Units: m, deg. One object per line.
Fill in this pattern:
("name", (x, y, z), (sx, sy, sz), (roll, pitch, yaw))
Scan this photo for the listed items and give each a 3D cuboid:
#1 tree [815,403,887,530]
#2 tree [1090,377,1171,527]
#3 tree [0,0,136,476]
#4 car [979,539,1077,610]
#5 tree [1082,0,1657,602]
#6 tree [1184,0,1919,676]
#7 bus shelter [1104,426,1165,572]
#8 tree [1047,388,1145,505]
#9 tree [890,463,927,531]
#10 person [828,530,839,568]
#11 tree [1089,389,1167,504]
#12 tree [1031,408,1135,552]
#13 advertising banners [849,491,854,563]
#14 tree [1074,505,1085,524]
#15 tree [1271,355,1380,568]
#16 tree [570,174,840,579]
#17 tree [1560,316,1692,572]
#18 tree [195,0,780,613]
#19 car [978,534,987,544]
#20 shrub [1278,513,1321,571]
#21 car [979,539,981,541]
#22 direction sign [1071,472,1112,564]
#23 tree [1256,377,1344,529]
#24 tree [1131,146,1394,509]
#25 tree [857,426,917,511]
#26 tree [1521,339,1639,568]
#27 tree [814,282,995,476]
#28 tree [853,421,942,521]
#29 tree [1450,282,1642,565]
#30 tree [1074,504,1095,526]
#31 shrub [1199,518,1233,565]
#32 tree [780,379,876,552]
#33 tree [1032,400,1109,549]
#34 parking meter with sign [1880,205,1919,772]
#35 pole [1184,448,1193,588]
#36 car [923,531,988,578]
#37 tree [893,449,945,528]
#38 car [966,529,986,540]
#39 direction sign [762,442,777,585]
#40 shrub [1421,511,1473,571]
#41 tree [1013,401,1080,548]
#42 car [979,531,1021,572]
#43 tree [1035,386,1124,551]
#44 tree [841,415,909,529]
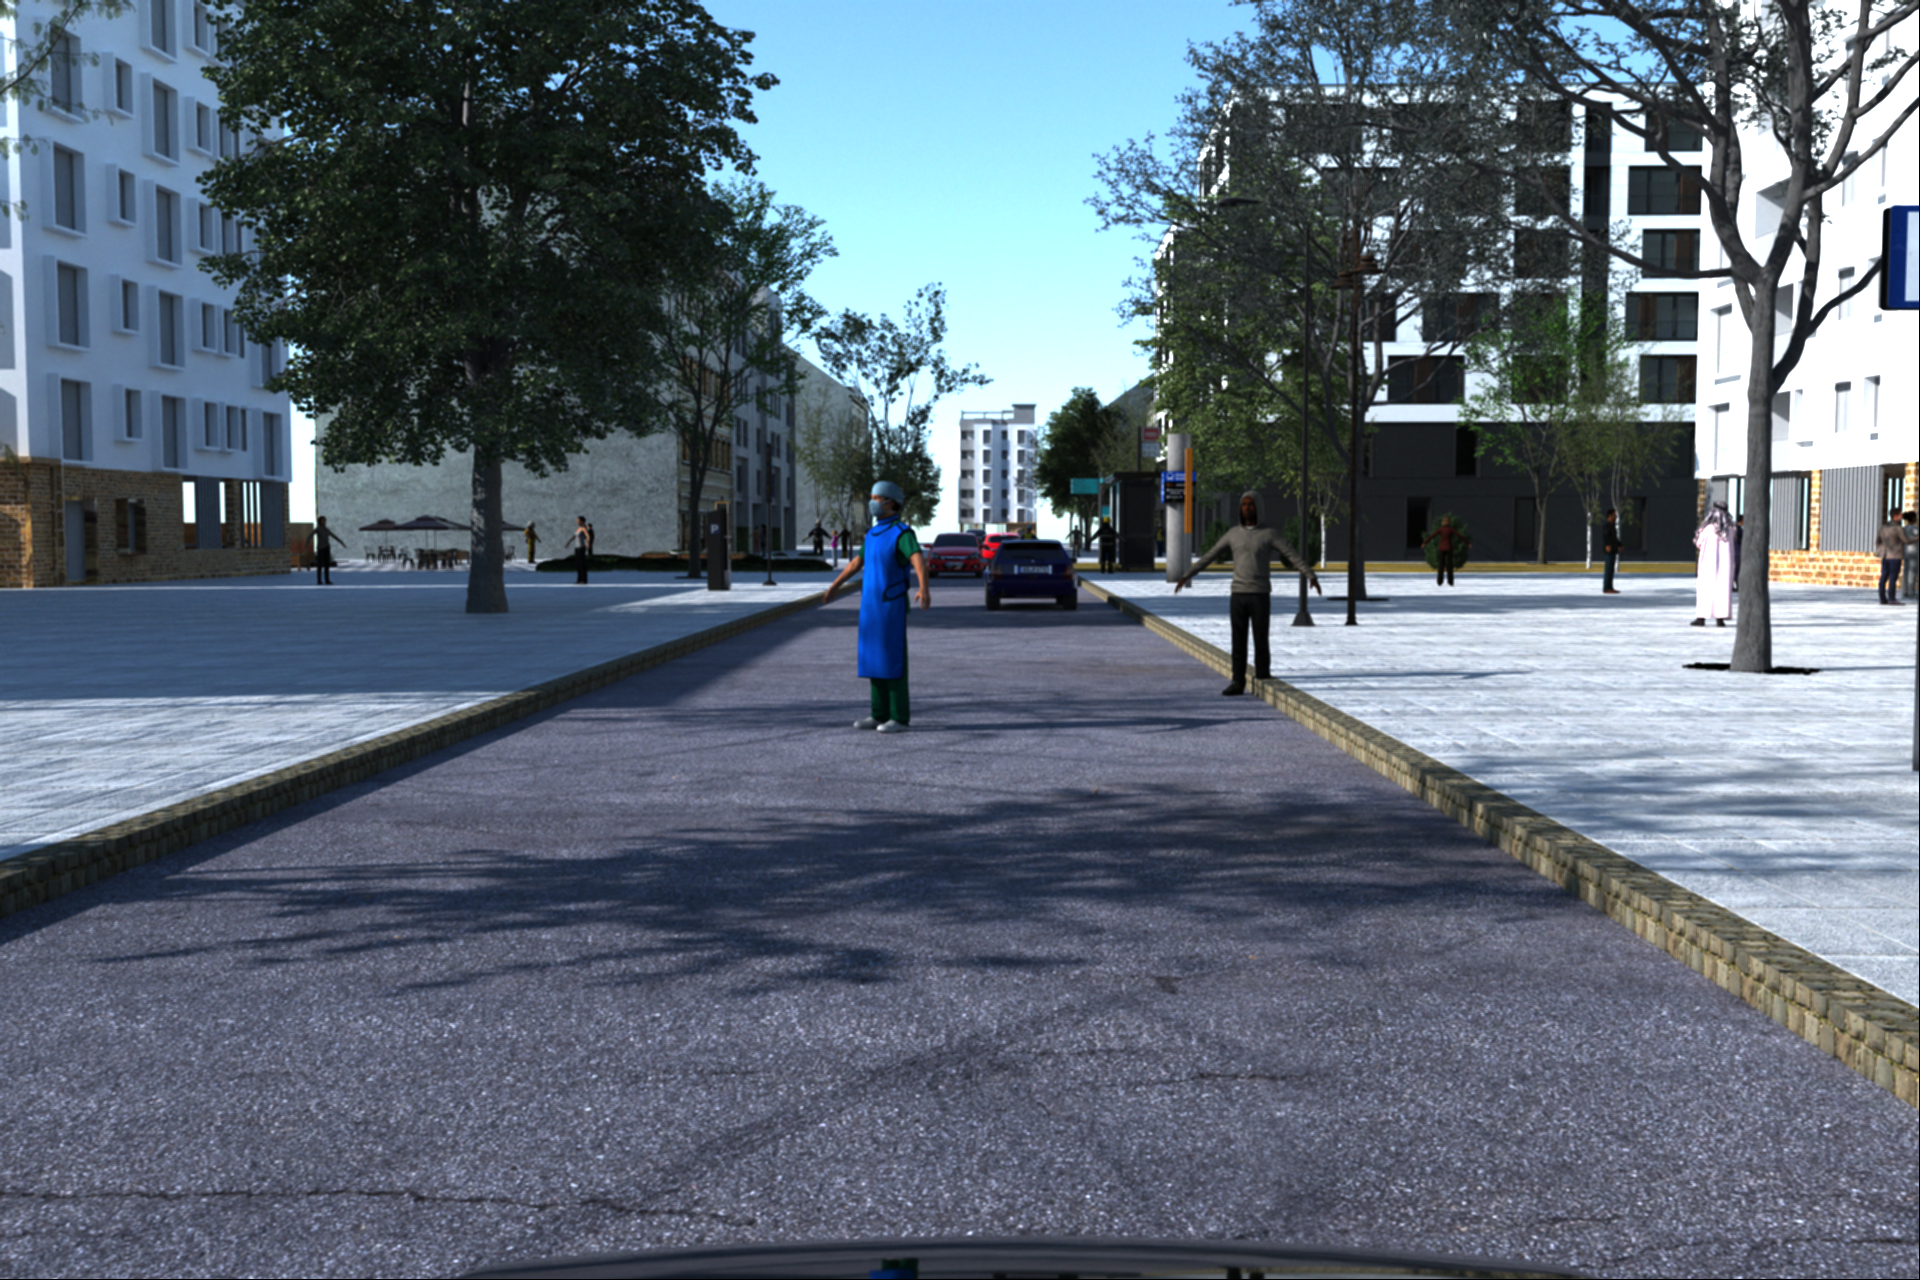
("tree", (-6.569, -8.986, 97.288), (4.360, 8.622, 3.978), (0, 3, 0))
("tree", (8.752, -7.961, 80.529), (4.360, 8.622, 3.978), (0, 3, 0))
("tree", (-8.629, -3.782, 12.203), (4.360, 8.622, 3.978), (0, 3, 0))
("car", (1.359, -1.314, 34.071), (1.945, 1.354, 3.894), (0, 3, 0))
("tree", (7.548, -7.502, 33.030), (12.009, 13.543, 11.850), (0, 3, 0))
("tree", (7.536, -6.456, 15.933), (12.009, 13.543, 11.850), (0, 3, 0))
("bus shelter", (6.349, -5.184, 62.385), (2.179, 5.291, 8.768), (0, 4, 2))
("tree", (9.082, -10.832, 111.521), (7.601, 10.594, 8.767), (0, 4, 5))
("tree", (-5.016, -12.732, 158.522), (4.360, 8.622, 3.978), (0, 3, 0))
("person", (-4.845, -3.481, 66.173), (0.599, 1.433, 0.991), (1, 4, 16))
("tree", (8.822, -8.328, 86.533), (4.360, 8.622, 3.978), (0, 3, 0))
("tree", (9.298, -11.640, 124.723), (8.767, 10.594, 7.601), (0, 3, 0))
("advertising banners", (-4.345, -4.475, 69.353), (0.090, 3.025, 2.074), (0, 4, 1))
("tree", (18.509, -18.484, 252.580), (4.737, 8.622, 4.395), (0, 3, 0))
("tree", (13.880, -7.058, 65.753), (4.360, 8.622, 3.978), (0, 3, 0))
("tree", (-7.483, -7.578, 49.649), (9.928, 11.665, 9.643), (0, 3, 0))
("tree", (22.210, -6.643, 58.971), (4.360, 8.622, 3.978), (0, 3, 0))
("tree", (-7.835, -7.422, 28.011), (9.857, 13.997, 8.962), (0, 3, 0))
("car", (2.018, -5.852, 105.466), (2.009, 1.686, 4.222), (0, 4, 1))
("shrub", (11.949, -3.454, 60.885), (1.690, 2.028, 1.600), (0, 3, 0))
("car", (0.408, -6.534, 118.623), (2.131, 1.459, 4.920), (0, 4, 1))
("direction sign", (5.995, -5.187, 73.568), (2.525, 3.948, 1.411), (0, 4, -1))
("tree", (14.918, -7.642, 75.316), (4.737, 8.622, 4.395), (0, 3, 0))
("tree", (8.631, -8.071, 50.093), (7.486, 12.596, 7.792), (0, 3, 0))
("tree", (-5.211, -10.347, 119.543), (4.737, 8.622, 4.395), (0, 3, 0))
("tree", (23.803, -6.991, 64.660), (4.360, 8.622, 3.978), (0, 3, 0))
("tree", (-3.973, -16.728, 129.397), (12.611, 20.169, 13.585), (0, 3, 0))
("tree", (-5.190, -12.770, 143.209), (8.767, 10.594, 7.601), (1, 4, 15))
("tree", (24.569, -8.995, 72.827), (9.928, 11.665, 9.643), (0, 3, 0))
("tree", (18.874, -18.210, 248.102), (4.360, 8.622, 3.978), (0, 3, 0))
("shrub", (10.886, -4.192, 72.965), (1.690, 2.028, 1.600), (0, 3, 0))
("tree", (-6.786, -7.991, 81.023), (4.360, 8.622, 3.978), (0, 3, 0))
("tree", (9.838, -13.980, 146.705), (7.486, 12.596, 7.792), (0, 3, 0))
("parking meter with sign", (5.177, -0.746, 8.460), (0.543, 3.016, 1.738), (0, 4, 1))
("pole", (5.441, -2.900, 41.251), (0.158, 3.312, 0.155), (0, 3, 0))
("car", (-0.121, -2.980, 57.765), (2.155, 1.783, 4.494), (0, 4, 2))
("tree", (-7.238, -21.113, 251.853), (9.857, 13.997, 8.962), (0, 3, 0))
("car", (1.244, -7.772, 135.741), (2.281, 1.827, 5.304), (0, 4, 1))
("direction sign", (-4.768, -3.136, 43.277), (0.379, 3.537, 0.876), (0, 4, 1))
("shrub", (16.719, -3.387, 59.413), (1.661, 2.075, 1.752), (0, 3, 0))
("tree", (10.231, -15.226, 159.322), (12.009, 13.543, 11.850), (0, 3, 0))
("car", (1.667, -3.521, 66.605), (2.155, 1.783, 4.494), (0, 4, 1))
("tree", (9.588, -13.174, 133.514), (7.486, 12.596, 7.792), (0, 3, 0))
("tree", (-5.944, -9.578, 106.962), (4.360, 8.622, 3.978), (0, 3, 0))
